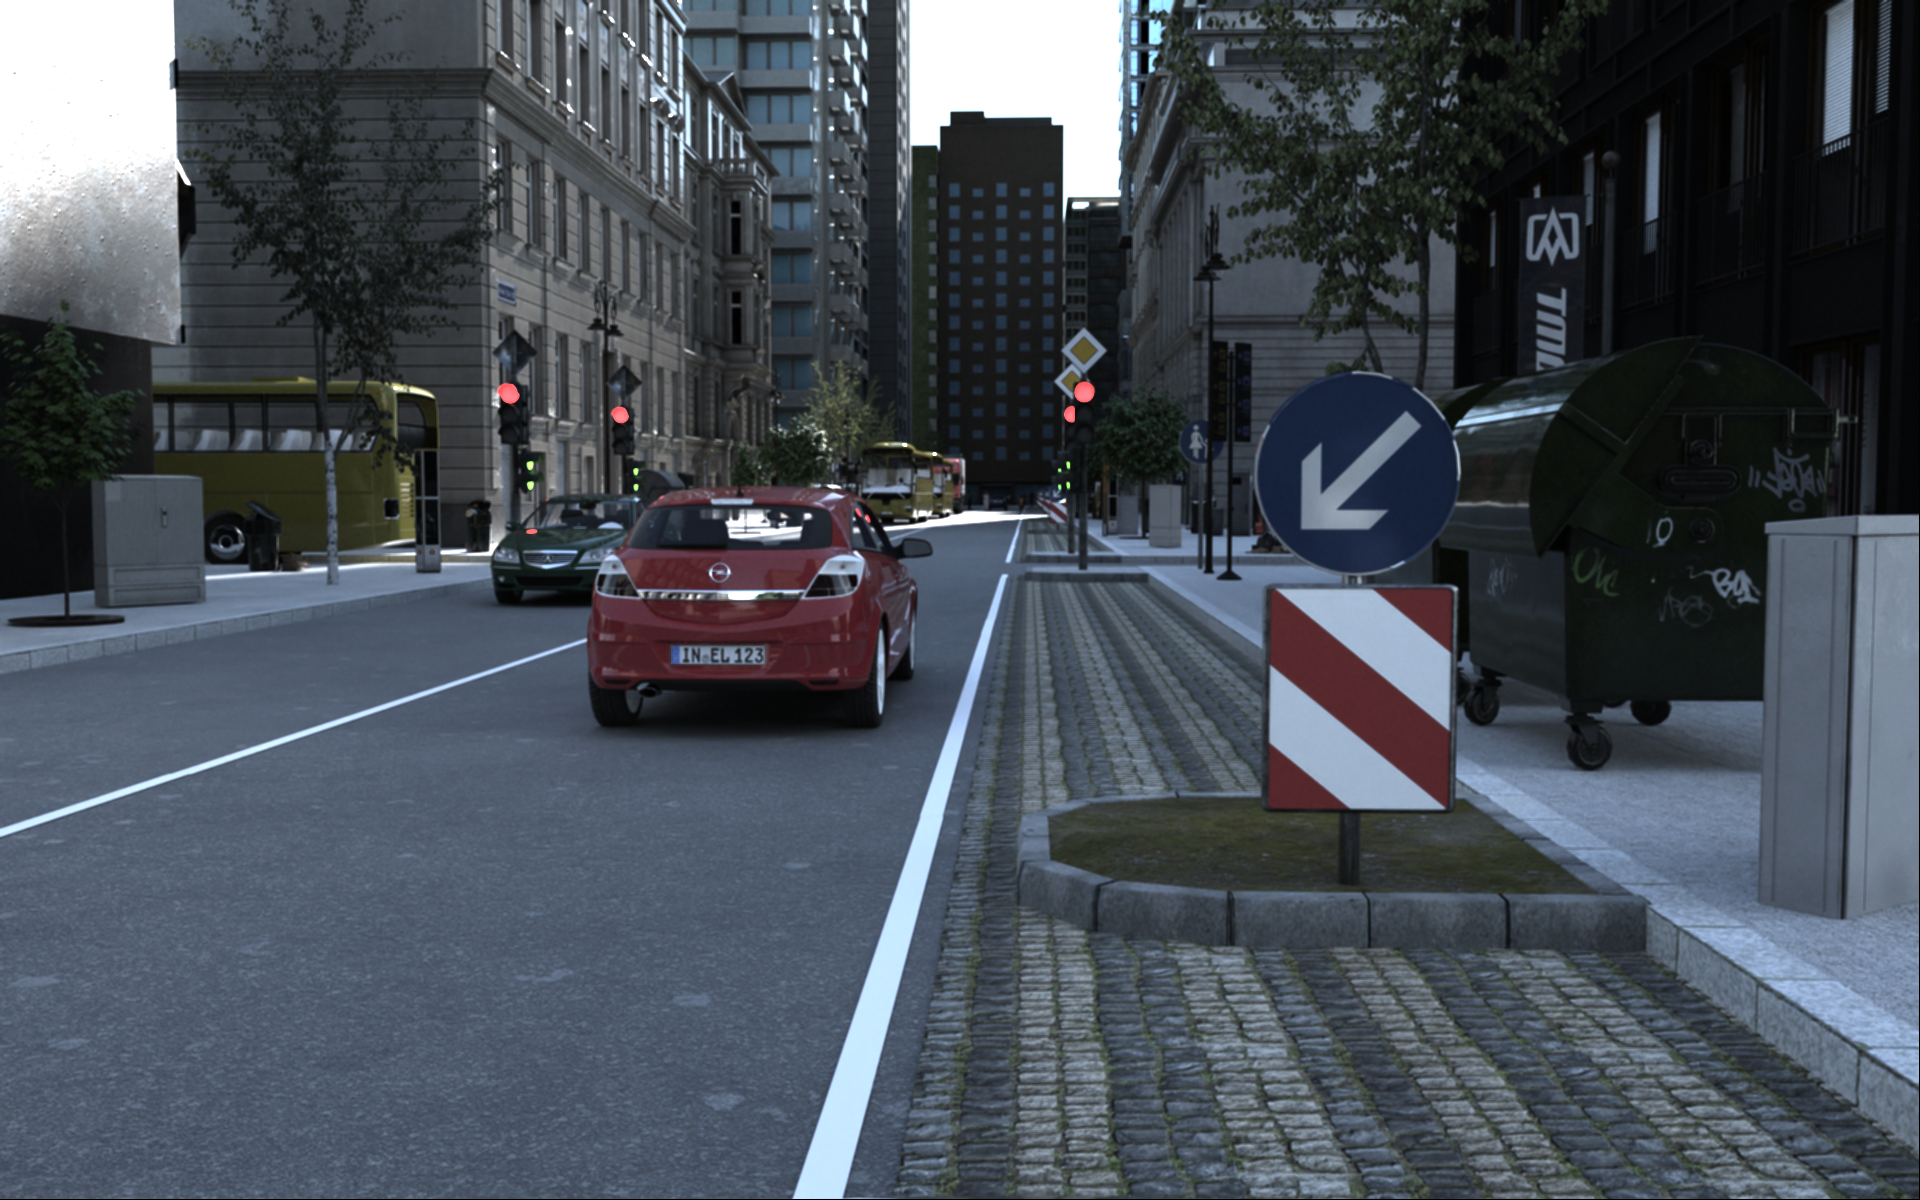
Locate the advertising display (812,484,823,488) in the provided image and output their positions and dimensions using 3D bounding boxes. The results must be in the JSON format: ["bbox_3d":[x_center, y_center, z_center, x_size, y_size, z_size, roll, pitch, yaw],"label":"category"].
[{"bbox_3d":[-8.816,-6.165,106.017,0.974,1.923,0.123,3,4,36],"label":"advertising display"}]

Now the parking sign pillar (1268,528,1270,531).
[{"bbox_3d":[11.083,-4.362,59.787,1.447,3.967,1.447,0,4,5],"label":"parking sign pillar"}]

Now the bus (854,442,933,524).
[{"bbox_3d":[-3.042,-5.757,85.680,2.896,3.916,12.252,0,4,4],"label":"bus"}]

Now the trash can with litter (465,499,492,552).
[{"bbox_3d":[-10.752,-1.649,38.347,0.624,1.170,1.055,-2,4,-31],"label":"trash can with litter"}]

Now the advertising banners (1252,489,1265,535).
[{"bbox_3d":[9.316,-3.539,54.055,2.074,3.025,0.090,-2,4,-32],"label":"advertising banners"}]

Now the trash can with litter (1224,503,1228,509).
[{"bbox_3d":[9.107,-2.768,56.643,0.624,1.170,1.055,2,4,32],"label":"trash can with litter"}]

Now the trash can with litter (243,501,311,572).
[{"bbox_3d":[-11.385,-1.072,28.910,1.055,1.170,0.624,0,4,4],"label":"trash can with litter"}]

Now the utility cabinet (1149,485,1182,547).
[{"bbox_3d":[4.936,-2.013,41.585,0.318,1.500,1.173,-1,4,-19],"label":"utility cabinet"}]

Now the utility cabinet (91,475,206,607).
[{"bbox_3d":[-9.302,-0.686,19.895,0.318,1.500,1.173,2,4,35],"label":"utility cabinet"}]

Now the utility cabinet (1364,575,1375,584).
[{"bbox_3d":[5.434,-0.814,21.983,1.173,1.500,0.318,-3,4,-38],"label":"utility cabinet"}]

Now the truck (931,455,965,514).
[{"bbox_3d":[-1.024,-8.361,125.622,2.839,4.237,11.283,0,4,2],"label":"truck"}]

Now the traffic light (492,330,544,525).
[{"bbox_3d":[-7.586,-2.489,29.620,0.839,4.253,0.868,0,4,2],"label":"traffic light"}]

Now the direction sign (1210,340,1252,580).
[{"bbox_3d":[4.039,-2.072,25.879,0.876,3.537,0.379,-3,5,-40],"label":"direction sign"}]

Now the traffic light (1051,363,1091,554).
[{"bbox_3d":[2.384,-2.955,37.235,0.839,4.253,0.868,0,4,2],"label":"traffic light"}]

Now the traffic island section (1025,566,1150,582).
[{"bbox_3d":[2.108,-0.433,29.368,2.009,0.180,2.903,0,4,2],"label":"traffic island section"}]

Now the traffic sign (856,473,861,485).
[{"bbox_3d":[-5.680,-6.181,101.163,0.768,2.556,0.104,1,4,8],"label":"traffic sign"}]

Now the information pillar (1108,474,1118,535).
[{"bbox_3d":[4.774,-3.047,54.308,0.304,2.012,0.304,0,4,-3],"label":"information pillar"}]

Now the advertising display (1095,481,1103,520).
[{"bbox_3d":[6.971,-5.002,86.995,0.123,1.923,0.974,-1,4,-13],"label":"advertising display"}]

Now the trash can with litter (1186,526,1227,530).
[{"bbox_3d":[8.710,-3.149,62.547,1.678,1.210,2.233,0,4,1],"label":"trash can with litter"}]

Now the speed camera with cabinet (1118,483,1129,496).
[{"bbox_3d":[7.202,-5.199,79.334,0.660,3.252,2.038,1,4,21],"label":"speed camera with cabinet"}]

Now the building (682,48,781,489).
[{"bbox_3d":[-16.537,-16.108,82.456,14.460,24.649,34.723,0,4,2],"label":"building"}]

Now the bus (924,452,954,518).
[{"bbox_3d":[-1.934,-6.942,105.045,2.896,3.916,12.252,0,4,2],"label":"bus"}]

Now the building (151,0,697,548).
[{"bbox_3d":[-16.334,-15.610,52.486,12.463,27.353,25.104,0,4,2],"label":"building"}]

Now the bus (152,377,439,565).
[{"bbox_3d":[-16.638,-2.593,33.942,12.252,3.916,2.896,0,4,2],"label":"bus"}]

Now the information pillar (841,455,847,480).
[{"bbox_3d":[-6.869,-6.807,102.641,0.504,3.616,0.183,1,4,11],"label":"information pillar"}]

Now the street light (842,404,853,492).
[{"bbox_3d":[-5.757,-7.082,88.571,0.468,5.910,1.993,0,4,2],"label":"street light"}]

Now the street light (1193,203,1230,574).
[{"bbox_3d":[4.030,-3.369,27.872,0.468,5.910,1.993,0,4,2],"label":"street light"}]

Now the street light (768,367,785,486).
[{"bbox_3d":[-6.688,-5.531,63.216,0.468,5.910,1.993,0,4,2],"label":"street light"}]

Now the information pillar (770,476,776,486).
[{"bbox_3d":[-7.125,-3.781,66.319,0.304,2.012,0.304,0,4,-8],"label":"information pillar"}]

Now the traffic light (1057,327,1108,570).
[{"bbox_3d":[2.068,-2.467,29.256,0.839,4.253,0.868,0,4,2],"label":"traffic light"}]

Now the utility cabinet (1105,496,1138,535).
[{"bbox_3d":[5.099,-2.660,54.655,1.020,1.237,0.306,0,4,1],"label":"utility cabinet"}]

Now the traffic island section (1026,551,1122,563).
[{"bbox_3d":[2.424,-0.921,37.347,2.009,0.180,2.903,0,4,2],"label":"traffic island section"}]

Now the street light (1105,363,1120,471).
[{"bbox_3d":[5.368,-5.389,60.905,0.468,5.910,1.993,0,4,2],"label":"street light"}]

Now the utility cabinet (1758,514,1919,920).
[{"bbox_3d":[2.986,0.341,5.583,1.020,1.237,0.306,-2,4,-35],"label":"utility cabinet"}]

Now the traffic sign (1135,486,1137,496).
[{"bbox_3d":[5.616,-3.374,55.271,0.768,2.556,0.104,1,4,10],"label":"traffic sign"}]

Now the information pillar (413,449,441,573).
[{"bbox_3d":[-8.665,-1.449,28.182,0.304,2.012,0.304,-3,5,-42],"label":"information pillar"}]

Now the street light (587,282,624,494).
[{"bbox_3d":[-7.715,-3.980,37.865,0.468,5.910,1.993,0,4,2],"label":"street light"}]

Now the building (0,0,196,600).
[{"bbox_3d":[-20.009,-9.291,19.353,16.811,18.784,16.820,0,4,2],"label":"building"}]

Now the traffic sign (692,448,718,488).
[{"bbox_3d":[-7.131,-2.954,48.398,0.768,2.556,0.104,1,4,8],"label":"traffic sign"}]

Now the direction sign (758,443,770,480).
[{"bbox_3d":[-8.710,-5.209,77.158,0.379,3.537,0.876,-3,5,-42],"label":"direction sign"}]

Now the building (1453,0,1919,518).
[{"bbox_3d":[13.316,-11.494,17.605,12.332,23.373,15.834,0,4,2],"label":"building"}]

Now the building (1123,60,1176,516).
[{"bbox_3d":[16.232,-18.470,99.240,12.463,27.353,25.104,0,4,2],"label":"building"}]

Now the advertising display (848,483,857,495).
[{"bbox_3d":[-6.403,-5.828,100.502,0.974,1.923,0.123,-3,5,-41],"label":"advertising display"}]

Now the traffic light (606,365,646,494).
[{"bbox_3d":[-7.270,-2.977,37.599,0.839,4.253,0.868,0,4,2],"label":"traffic light"}]

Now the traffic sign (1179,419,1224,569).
[{"bbox_3d":[4.120,-1.804,29.608,0.768,2.556,0.104,0,4,8],"label":"traffic sign"}]
